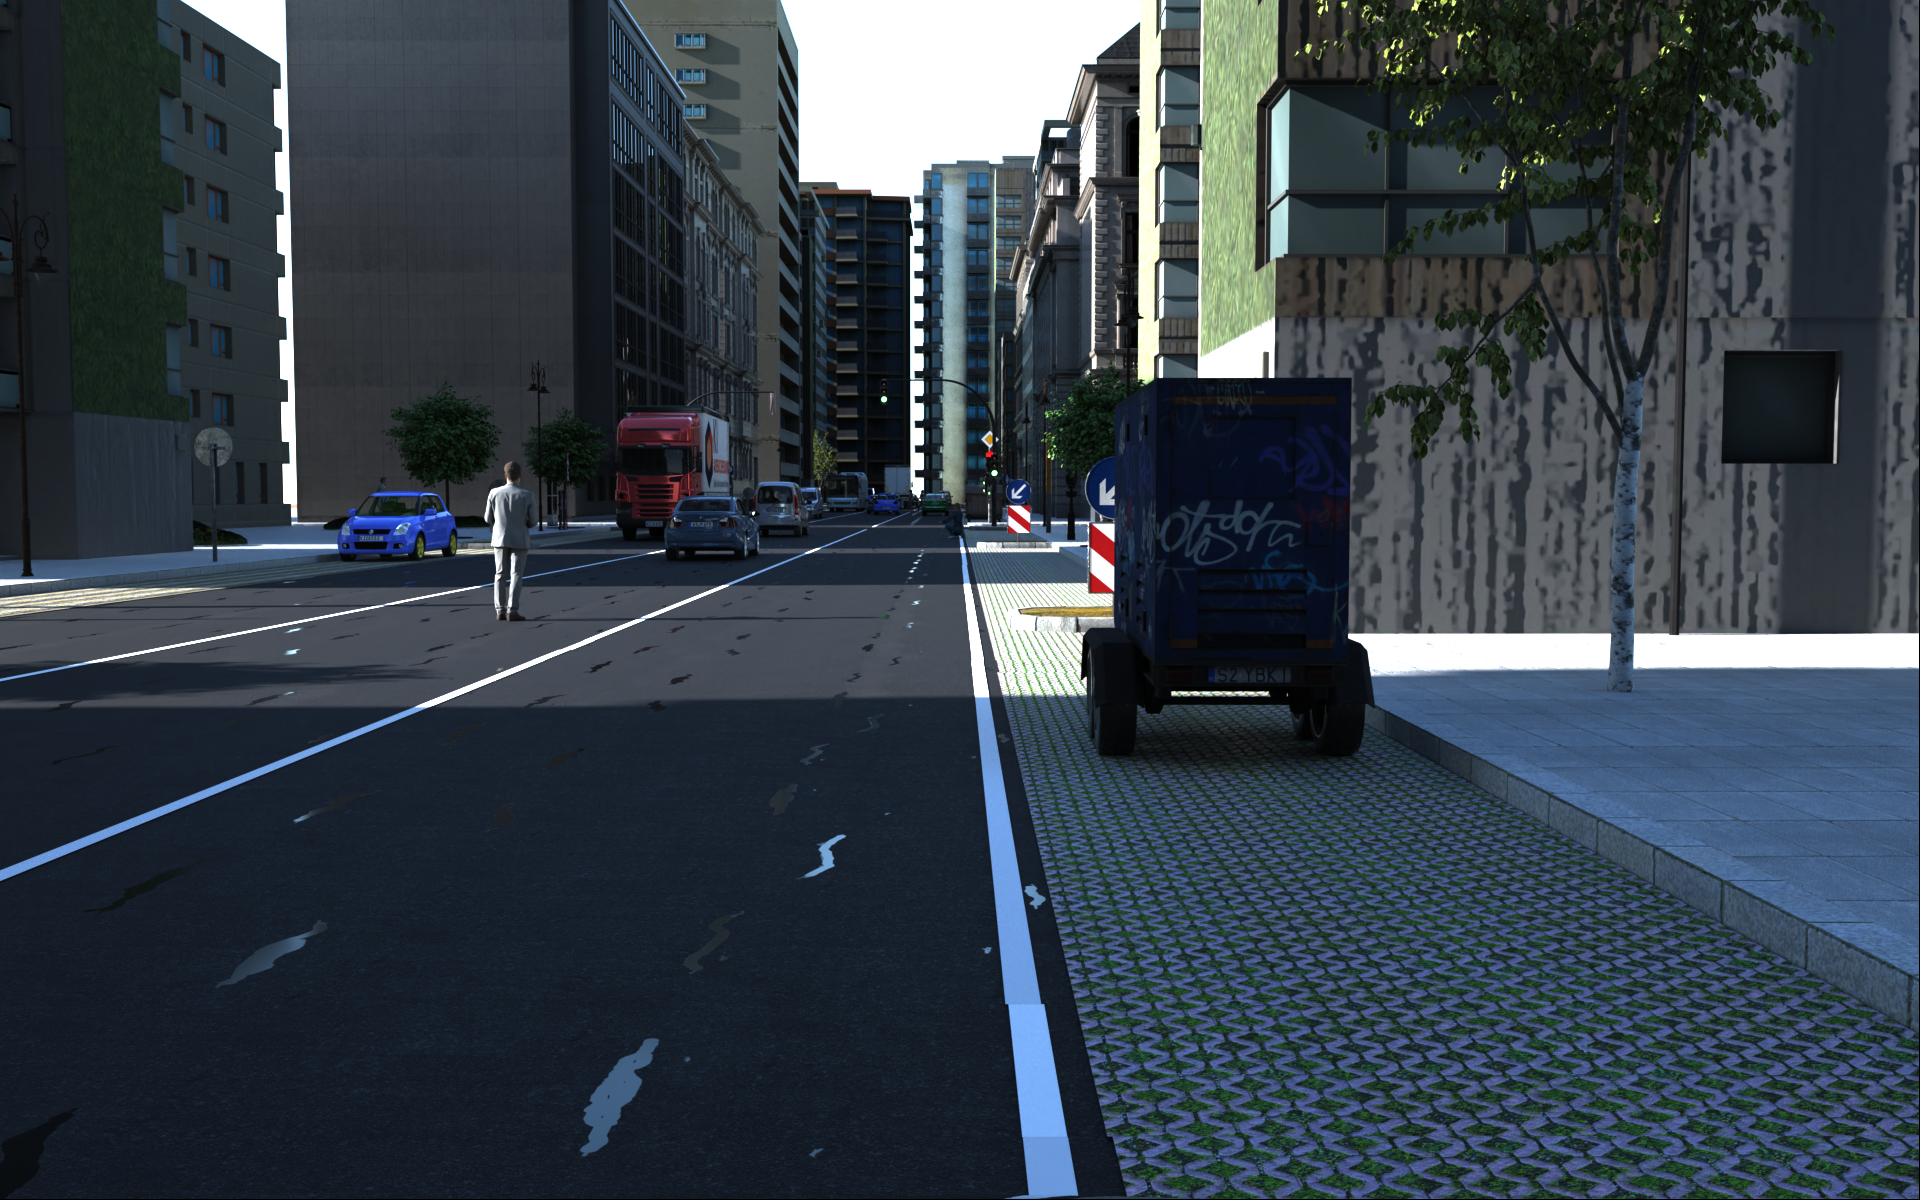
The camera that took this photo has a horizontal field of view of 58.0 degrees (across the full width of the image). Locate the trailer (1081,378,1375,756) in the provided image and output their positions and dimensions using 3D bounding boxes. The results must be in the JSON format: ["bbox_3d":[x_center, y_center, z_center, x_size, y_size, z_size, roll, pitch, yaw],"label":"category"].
[{"bbox_3d":[1.467,-0.210,10.482,1.471,1.999,3.904,0,4,1],"label":"trailer"}]

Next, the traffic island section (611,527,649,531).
[{"bbox_3d":[-12.575,-2.836,68.652,2.009,0.180,2.903,0,4,0],"label":"traffic island section"}]

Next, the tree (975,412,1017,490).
[{"bbox_3d":[3.332,-12.590,156.210,4.360,8.622,3.978,0,3,0],"label":"tree"}]

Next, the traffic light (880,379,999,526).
[{"bbox_3d":[-0.765,-5.734,68.426,4.771,5.953,1.251,0,4,0],"label":"traffic light"}]

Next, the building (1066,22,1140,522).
[{"bbox_3d":[15.288,-15.477,81.933,19.941,23.489,11.050,0,4,0],"label":"building"}]

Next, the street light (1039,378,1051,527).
[{"bbox_3d":[3.339,-5.837,68.216,0.468,5.910,1.993,0,4,0],"label":"street light"}]

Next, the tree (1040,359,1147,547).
[{"bbox_3d":[3.675,-3.571,42.097,4.285,4.588,4.351,0,3,0],"label":"tree"}]

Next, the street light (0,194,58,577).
[{"bbox_3d":[-14.542,-3.305,26.830,0.468,5.910,1.993,0,4,0],"label":"street light"}]

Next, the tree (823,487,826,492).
[{"bbox_3d":[-14.989,-12.590,200.446,1.663,3.219,1.824,0,3,0],"label":"tree"}]

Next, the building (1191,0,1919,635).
[{"bbox_3d":[9.858,-15.299,21.837,14.160,30.474,14.107,0,4,0],"label":"building"}]

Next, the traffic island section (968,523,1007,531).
[{"bbox_3d":[1.367,-2.838,68.688,2.009,0.180,2.903,0,4,0],"label":"traffic island section"}]

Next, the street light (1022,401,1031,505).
[{"bbox_3d":[3.291,-6.907,85.718,0.468,5.910,1.993,0,4,0],"label":"street light"}]

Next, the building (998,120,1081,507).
[{"bbox_3d":[20.066,-29.343,171.639,32.217,40.220,23.993,0,4,0],"label":"building"}]

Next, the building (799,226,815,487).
[{"bbox_3d":[-22.862,-25.034,181.005,14.160,30.474,14.107,0,4,0],"label":"building"}]

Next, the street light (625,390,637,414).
[{"bbox_3d":[-14.552,-6.383,77.154,0.468,5.910,1.993,0,4,0],"label":"street light"}]

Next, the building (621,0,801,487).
[{"bbox_3d":[-26.568,-32.909,161.767,21.300,48.544,21.600,0,4,0],"label":"building"}]

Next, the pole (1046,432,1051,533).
[{"bbox_3d":[2.935,-3.885,57.364,0.158,3.312,0.155,0,3,0],"label":"pole"}]

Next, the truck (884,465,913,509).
[{"bbox_3d":[-6.159,-11.231,172.534,2.839,4.237,11.283,0,4,-1],"label":"truck"}]

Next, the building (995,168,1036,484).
[{"bbox_3d":[11.365,-32.773,219.431,14.154,41.232,14.086,0,4,0],"label":"building"}]

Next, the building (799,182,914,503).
[{"bbox_3d":[-21.168,-36.141,245.532,28.867,44.769,22.147,0,4,0],"label":"building"}]

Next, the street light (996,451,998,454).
[{"bbox_3d":[3.088,-10.922,151.360,0.468,5.910,1.993,0,4,0],"label":"street light"}]

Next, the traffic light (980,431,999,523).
[{"bbox_3d":[1.303,-5.360,76.559,0.839,4.253,0.868,0,4,0],"label":"traffic light"}]

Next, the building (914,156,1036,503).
[{"bbox_3d":[8.767,-38.414,247.681,30.456,49.044,23.786,0,4,0],"label":"building"}]

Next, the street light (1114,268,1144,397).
[{"bbox_3d":[3.458,-3.841,35.596,0.468,5.910,1.993,0,4,0],"label":"street light"}]

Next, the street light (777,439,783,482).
[{"bbox_3d":[-14.838,-10.402,142.853,0.468,5.910,1.993,0,4,0],"label":"street light"}]

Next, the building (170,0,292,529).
[{"bbox_3d":[-41.648,-12.907,56.075,28.899,21.520,27.650,0,4,0],"label":"building"}]

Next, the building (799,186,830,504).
[{"bbox_3d":[-28.232,-31.701,210.195,23.993,40.220,32.217,0,4,0],"label":"building"}]

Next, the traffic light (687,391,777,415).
[{"bbox_3d":[-10.467,-6.231,76.543,4.771,5.953,1.251,0,4,0],"label":"traffic light"}]

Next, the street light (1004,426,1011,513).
[{"bbox_3d":[3.253,-8.902,118.338,0.468,5.910,1.993,0,4,0],"label":"street light"}]

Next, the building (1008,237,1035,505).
[{"bbox_3d":[9.760,-19.099,141.148,11.050,23.489,19.941,0,4,0],"label":"building"}]

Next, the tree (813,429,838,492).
[{"bbox_3d":[-15.520,-14.823,192.713,4.737,8.622,4.395,0,3,0],"label":"tree"}]

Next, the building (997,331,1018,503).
[{"bbox_3d":[18.450,-21.625,198.602,27.650,21.520,28.899,0,4,0],"label":"building"}]

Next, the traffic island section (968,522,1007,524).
[{"bbox_3d":[1.343,-3.327,76.673,2.009,0.180,2.903,0,4,0],"label":"traffic island section"}]

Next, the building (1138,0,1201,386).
[{"bbox_3d":[12.286,-22.535,52.047,14.154,41.232,14.086,0,4,0],"label":"building"}]

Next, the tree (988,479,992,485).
[{"bbox_3d":[3.258,-11.710,186.056,1.663,3.219,1.824,0,3,0],"label":"tree"}]

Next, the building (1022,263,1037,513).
[{"bbox_3d":[9.955,-16.391,122.748,10.420,20.320,16.860,0,4,0],"label":"building"}]

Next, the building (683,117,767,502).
[{"bbox_3d":[-23.237,-21.331,136.152,14.401,28.519,23.554,0,4,0],"label":"building"}]

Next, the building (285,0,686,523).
[{"bbox_3d":[-22.815,-18.068,88.926,14.314,27.812,24.014,0,4,0],"label":"building"}]

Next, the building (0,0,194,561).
[{"bbox_3d":[-24.279,-21.244,30.941,14.154,41.232,14.086,0,4,0],"label":"building"}]

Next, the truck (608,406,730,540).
[{"bbox_3d":[-9.401,-4.177,57.213,2.839,4.237,11.283,0,4,-2],"label":"truck"}]

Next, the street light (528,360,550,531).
[{"bbox_3d":[-14.510,-5.320,59.773,0.468,5.910,1.993,0,4,0],"label":"street light"}]

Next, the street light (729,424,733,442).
[{"bbox_3d":[-14.706,-8.406,110.233,0.468,5.910,1.993,0,4,0],"label":"street light"}]

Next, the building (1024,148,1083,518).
[{"bbox_3d":[10.908,-15.932,102.283,13.314,21.916,24.055,0,4,0],"label":"building"}]
